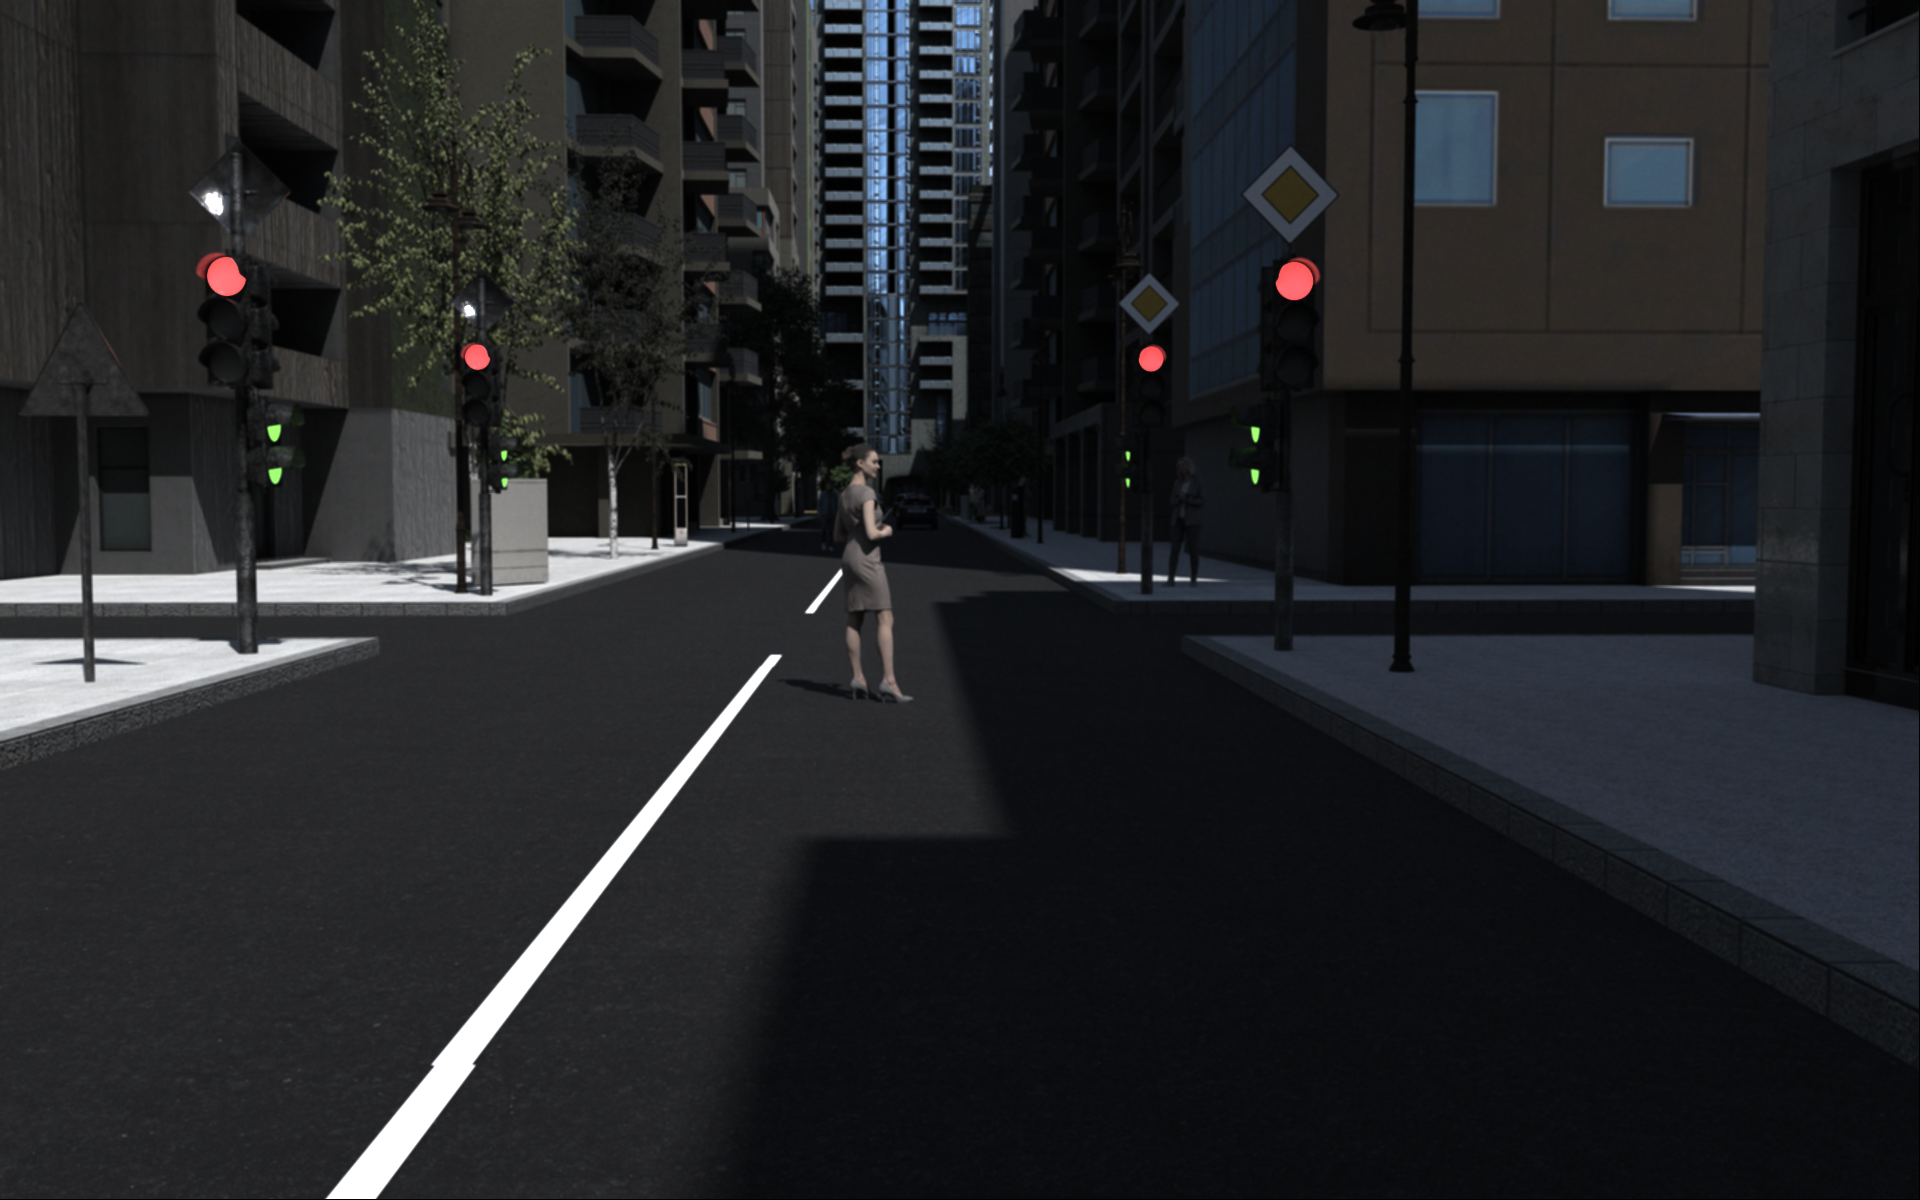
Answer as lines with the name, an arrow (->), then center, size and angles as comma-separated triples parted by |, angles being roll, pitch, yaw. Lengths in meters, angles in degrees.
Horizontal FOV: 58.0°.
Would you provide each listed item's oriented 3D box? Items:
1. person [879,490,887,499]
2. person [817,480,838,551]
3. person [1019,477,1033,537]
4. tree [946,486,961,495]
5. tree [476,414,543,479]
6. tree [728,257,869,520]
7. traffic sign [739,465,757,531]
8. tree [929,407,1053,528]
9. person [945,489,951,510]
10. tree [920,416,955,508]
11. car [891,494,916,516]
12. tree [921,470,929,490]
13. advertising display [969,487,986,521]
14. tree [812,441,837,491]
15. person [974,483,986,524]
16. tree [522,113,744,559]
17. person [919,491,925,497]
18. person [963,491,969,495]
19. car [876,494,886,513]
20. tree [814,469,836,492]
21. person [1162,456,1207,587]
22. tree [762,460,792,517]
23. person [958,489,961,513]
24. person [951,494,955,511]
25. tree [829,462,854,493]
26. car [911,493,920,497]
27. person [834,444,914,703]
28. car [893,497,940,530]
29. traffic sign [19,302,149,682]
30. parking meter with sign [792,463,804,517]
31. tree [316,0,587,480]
person -> -6.504, -8.168, 142.759 | 1.217, 1.735, 0.721 | 2, 4, 28
person -> -3.332, -2.136, 43.766 | 0.601, 1.785, 0.444 | -1, 4, -17
person -> 1.987, -2.815, 52.250 | 0.526, 1.800, 0.537 | 1, 4, 23
tree -> -0.259, -8.221, 129.009 | 1.663, 3.219, 1.824 | 0, 3, 0
tree -> -10.191, -2.734, 39.309 | 1.663, 3.219, 1.824 | 0, 3, 0
tree -> -9.175, -10.223, 84.161 | 9.611, 12.733, 9.660 | 0, 3, 0
traffic sign -> -7.399, -3.570, 60.492 | 0.606, 2.300, 0.079 | 0, 4, -2
tree -> 1.794, -4.982, 65.165 | 4.285, 4.588, 4.351 | 0, 3, 0
person -> -0.985, -8.091, 139.006 | 0.621, 1.740, 0.551 | -2, 4, -27
tree -> -1.747, -12.996, 162.842 | 4.360, 8.622, 3.978 | 0, 3, 0
car -> -3.538, -6.391, 114.273 | 2.009, 1.686, 4.222 | 0, 4, -1
tree -> 0.938, -5.679, 76.566 | 4.285, 4.588, 4.351 | 0, 3, 0
advertising display -> 0.847, -4.761, 83.061 | 0.974, 1.923, 0.123 | 3, 5, 40
tree -> -11.529, -11.997, 146.519 | 4.737, 8.622, 4.395 | 0, 3, 0
person -> 0.824, -4.076, 73.260 | 0.524, 1.755, 0.480 | 1, 4, 11
tree -> -6.673, -5.106, 33.848 | 4.360, 8.622, 3.978 | 0, 3, 0
person -> -3.069, -8.085, 141.627 | 0.756, 1.711, 0.436 | -2, 4, -35
person -> 0.465, -7.196, 123.790 | 0.705, 1.812, 1.348 | 3, 5, 42
car -> -6.575, -7.472, 130.961 | 1.959, 1.807, 4.718 | 0, 4, -3
tree -> -10.185, -8.419, 132.251 | 1.663, 3.219, 1.824 | 0, 3, 0
person -> 3.128, -1.082, 23.917 | 0.537, 1.800, 0.526 | 3, 5, 40
tree -> -10.284, -6.281, 97.292 | 1.663, 3.219, 1.824 | 0, 3, 0
person -> 0.064, -6.716, 116.568 | 0.721, 1.735, 1.217 | 0, 4, 0
person -> -0.565, -7.806, 134.391 | 0.721, 1.735, 1.217 | 0, 4, -8
tree -> -11.549, -11.548, 172.515 | 4.285, 4.588, 4.351 | 0, 3, 0
car -> -3.994, -8.607, 149.756 | 2.155, 1.783, 4.494 | 0, 4, -2
person -> -0.616, -0.196, 12.047 | 0.374, 1.781, 0.599 | -2, 4, -33
car -> -1.768, -3.584, 71.179 | 1.945, 1.354, 3.894 | 0, 4, -2
traffic sign -> -5.940, -0.718, 11.749 | 0.884, 2.594, 0.081 | 0, 4, 2
parking meter with sign -> -8.860, -6.057, 95.294 | 0.543, 3.016, 1.738 | 0, 4, 1
tree -> -7.459, -4.643, 26.272 | 4.737, 8.622, 4.395 | 0, 3, 0
